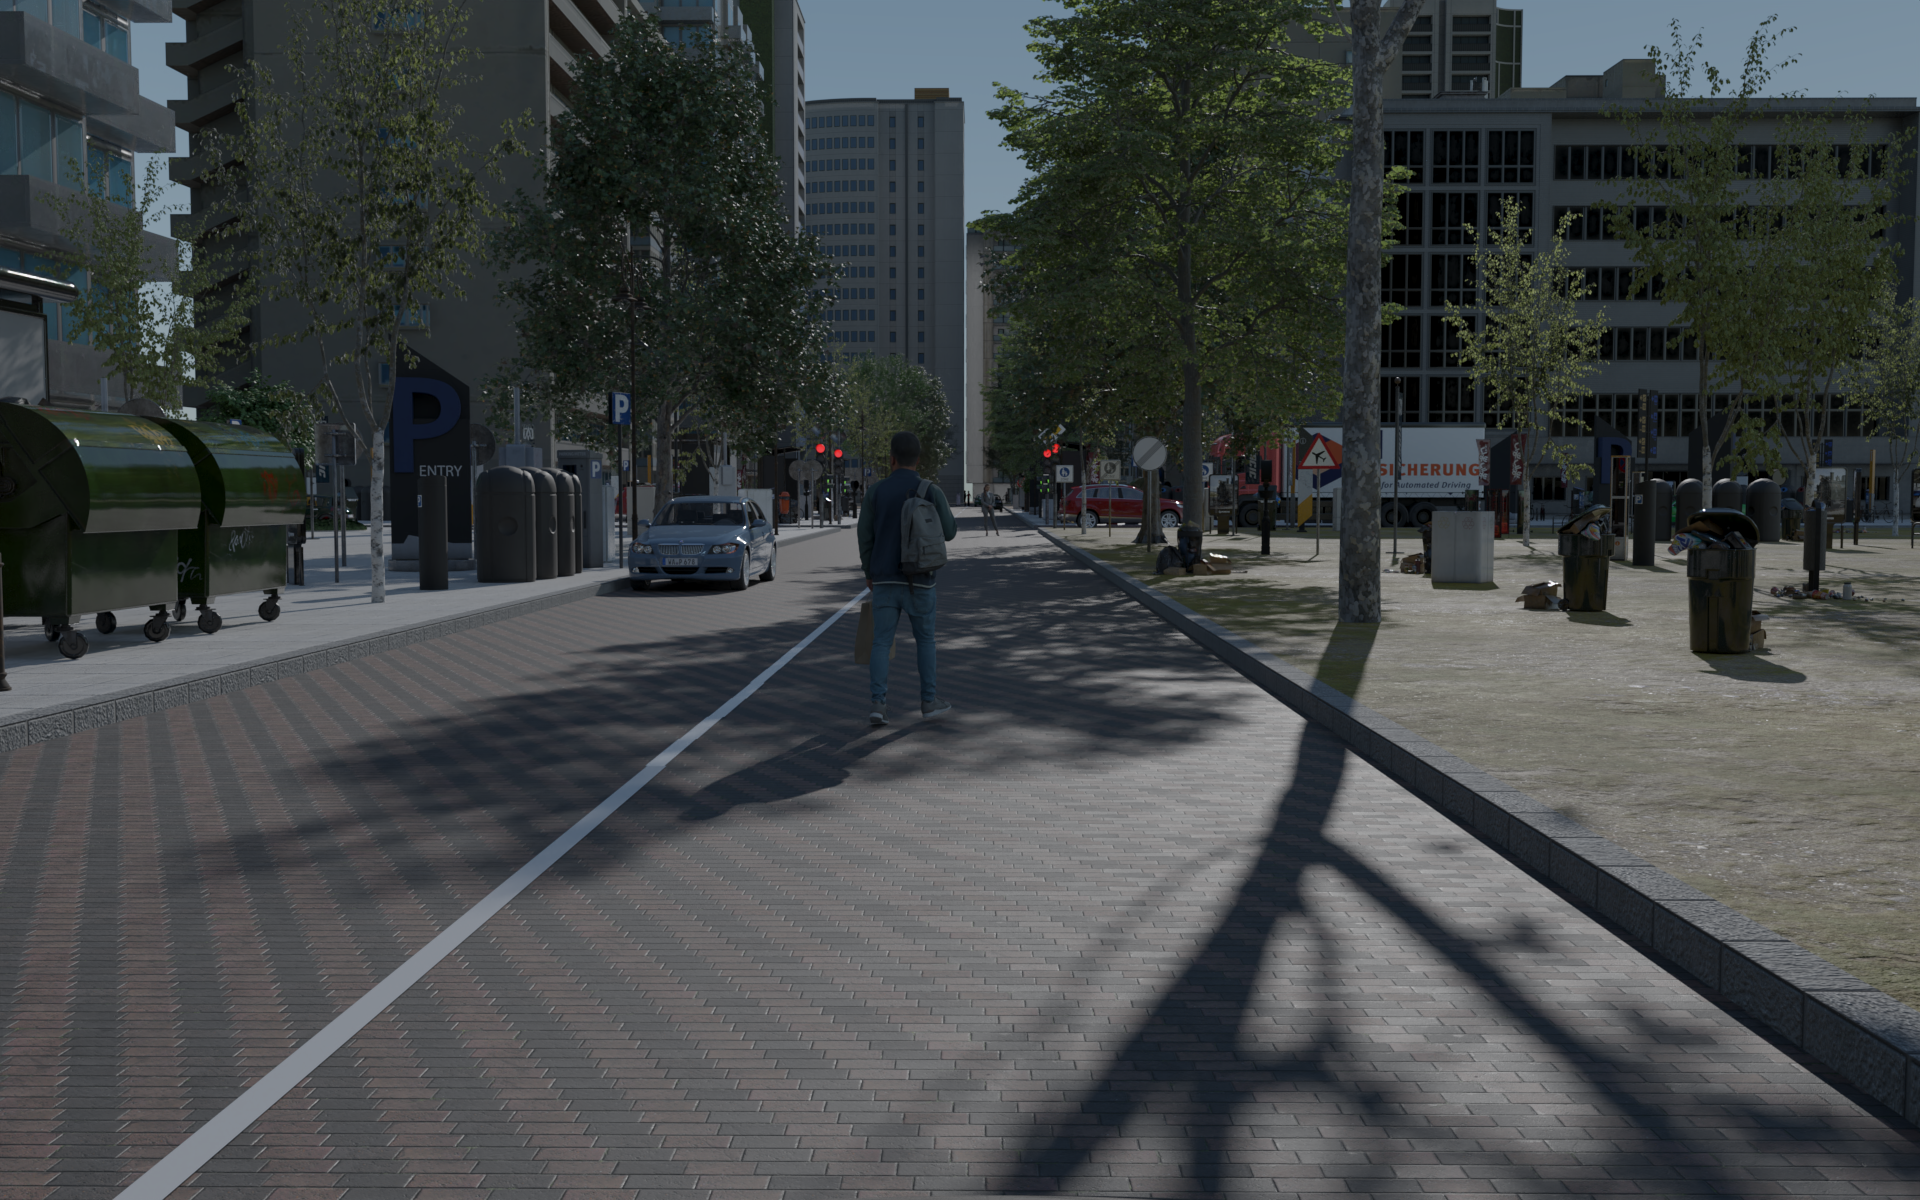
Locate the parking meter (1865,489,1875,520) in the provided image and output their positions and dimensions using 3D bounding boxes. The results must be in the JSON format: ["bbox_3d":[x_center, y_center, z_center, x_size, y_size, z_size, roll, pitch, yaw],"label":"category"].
[{"bbox_3d":[43.917,-4.599,83.602,0.372,1.533,0.369,0,3,0],"label":"parking meter"}]

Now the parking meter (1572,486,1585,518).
[{"bbox_3d":[20.516,-2.999,57.442,0.372,1.533,0.369,0,3,0],"label":"parking meter"}]

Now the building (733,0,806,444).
[{"bbox_3d":[-32.141,-40.177,198.887,28.212,58.520,21.231,0,4,1],"label":"building"}]

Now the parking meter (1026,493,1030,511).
[{"bbox_3d":[5.075,-7.578,129.611,0.255,1.863,0.399,0,4,7],"label":"parking meter"}]

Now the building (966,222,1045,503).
[{"bbox_3d":[7.825,-34.804,252.637,14.086,41.232,14.154,0,4,1],"label":"building"}]

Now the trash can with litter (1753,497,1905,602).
[{"bbox_3d":[10.799,-0.654,21.744,1.678,1.210,2.233,1,4,20],"label":"trash can with litter"}]

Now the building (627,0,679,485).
[{"bbox_3d":[-34.704,-26.871,131.227,32.217,40.220,23.993,0,4,1],"label":"building"}]

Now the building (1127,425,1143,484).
[{"bbox_3d":[33.826,-21.385,194.686,27.650,21.520,28.899,0,4,1],"label":"building"}]

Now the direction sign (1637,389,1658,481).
[{"bbox_3d":[14.890,-2.787,37.568,0.876,3.537,0.379,-3,5,-43],"label":"direction sign"}]

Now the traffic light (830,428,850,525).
[{"bbox_3d":[-5.068,-5.131,72.816,0.839,4.253,0.868,0,4,1],"label":"traffic light"}]

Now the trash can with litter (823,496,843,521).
[{"bbox_3d":[-6.073,-4.345,82.431,1.055,1.170,0.624,1,4,16],"label":"trash can with litter"}]

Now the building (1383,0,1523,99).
[{"bbox_3d":[70.790,-49.841,253.145,20.611,71.187,20.563,0,4,1],"label":"building"}]

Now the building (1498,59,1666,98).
[{"bbox_3d":[69.942,-35.127,198.032,21.600,48.544,21.300,0,4,1],"label":"building"}]

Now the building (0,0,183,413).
[{"bbox_3d":[-35.364,-25.528,36.990,30.456,49.044,23.786,0,4,1],"label":"building"}]

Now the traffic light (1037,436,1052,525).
[{"bbox_3d":[3.643,-5.125,72.719,0.839,4.253,0.868,0,4,1],"label":"traffic light"}]

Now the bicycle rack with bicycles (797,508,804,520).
[{"bbox_3d":[-9.159,-4.234,82.600,2.925,0.926,2.852,1,4,12],"label":"bicycle rack with bicycles"}]

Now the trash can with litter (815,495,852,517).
[{"bbox_3d":[-7.788,-5.869,107.019,2.233,1.210,1.678,0,4,2],"label":"trash can with litter"}]

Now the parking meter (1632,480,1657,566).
[{"bbox_3d":[12.259,-1.383,31.021,0.372,1.533,0.369,0,3,0],"label":"parking meter"}]

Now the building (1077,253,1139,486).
[{"bbox_3d":[26.966,-34.773,260.414,23.993,40.220,32.217,0,4,1],"label":"building"}]

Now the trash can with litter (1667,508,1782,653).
[{"bbox_3d":[6.258,-0.173,14.221,0.624,1.170,1.055,3,4,37],"label":"trash can with litter"}]

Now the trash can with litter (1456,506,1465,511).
[{"bbox_3d":[40.644,-7.897,140.496,0.624,1.170,1.055,2,4,29],"label":"trash can with litter"}]

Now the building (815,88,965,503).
[{"bbox_3d":[-13.392,-43.578,254.499,28.212,58.520,21.231,0,4,1],"label":"building"}]

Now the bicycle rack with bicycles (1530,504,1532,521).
[{"bbox_3d":[26.855,-4.257,82.988,2.852,0.926,2.925,1,4,18],"label":"bicycle rack with bicycles"}]

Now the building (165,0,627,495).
[{"bbox_3d":[-31.770,-29.092,99.357,21.300,48.544,21.600,0,4,1],"label":"building"}]

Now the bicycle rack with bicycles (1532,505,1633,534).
[{"bbox_3d":[20.626,-2.602,55.917,2.925,0.926,2.852,-3,5,-41],"label":"bicycle rack with bicycles"}]

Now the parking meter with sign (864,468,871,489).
[{"bbox_3d":[-5.936,-7.422,117.612,0.543,3.016,1.738,1,4,21],"label":"parking meter with sign"}]

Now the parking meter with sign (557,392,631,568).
[{"bbox_3d":[-6.609,-2.073,30.152,1.738,3.016,0.543,2,4,23],"label":"parking meter with sign"}]

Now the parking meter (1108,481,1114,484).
[{"bbox_3d":[6.827,-4.447,78.424,0.255,1.863,0.399,0,4,2],"label":"parking meter"}]

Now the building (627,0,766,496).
[{"bbox_3d":[-30.496,-33.256,163.349,23.786,49.044,30.456,0,4,1],"label":"building"}]

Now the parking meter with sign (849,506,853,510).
[{"bbox_3d":[-8.823,-8.561,136.238,0.543,3.016,1.738,-2,4,-35],"label":"parking meter with sign"}]

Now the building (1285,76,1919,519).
[{"bbox_3d":[33.555,-16.709,92.262,30.058,24.678,14.314,0,4,1],"label":"building"}]

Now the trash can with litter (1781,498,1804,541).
[{"bbox_3d":[22.978,-2.209,47.506,0.624,1.170,1.055,0,4,-6],"label":"trash can with litter"}]

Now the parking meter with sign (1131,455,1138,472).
[{"bbox_3d":[8.122,-4.934,76.924,0.543,3.016,1.738,1,4,22],"label":"parking meter with sign"}]

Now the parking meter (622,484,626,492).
[{"bbox_3d":[-19.599,-5.859,101.506,0.255,1.863,0.399,1,4,19],"label":"parking meter"}]

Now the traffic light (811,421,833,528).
[{"bbox_3d":[-5.172,-4.643,64.831,0.839,4.253,0.868,0,4,1],"label":"traffic light"}]

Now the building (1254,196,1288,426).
[{"bbox_3d":[25.285,-16.524,111.971,13.314,21.916,24.055,0,4,1],"label":"building"}]

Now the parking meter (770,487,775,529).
[{"bbox_3d":[-6.984,-3.399,63.988,0.372,1.533,0.369,0,3,0],"label":"parking meter"}]

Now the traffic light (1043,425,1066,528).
[{"bbox_3d":[3.539,-4.637,64.735,0.839,4.253,0.868,0,4,1],"label":"traffic light"}]

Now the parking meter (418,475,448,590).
[{"bbox_3d":[-7.064,-0.905,23.216,0.372,1.533,0.369,0,3,0],"label":"parking meter"}]

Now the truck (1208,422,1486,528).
[{"bbox_3d":[14.894,-4.890,68.857,11.283,4.237,2.839,0,4,0],"label":"truck"}]

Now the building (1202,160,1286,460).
[{"bbox_3d":[26.278,-21.292,135.518,14.401,28.519,23.554,0,4,1],"label":"building"}]

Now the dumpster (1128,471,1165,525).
[{"bbox_3d":[7.820,-4.320,73.132,1.502,2.255,1.985,0,4,1],"label":"dumpster"}]

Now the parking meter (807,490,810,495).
[{"bbox_3d":[-8.906,-5.735,102.175,0.372,1.533,0.369,0,3,0],"label":"parking meter"}]

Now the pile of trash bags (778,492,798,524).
[{"bbox_3d":[-7.858,-3.966,74.603,1.912,1.369,3.447,-1,4,-19],"label":"pile of trash bags"}]

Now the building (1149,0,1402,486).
[{"bbox_3d":[29.611,-33.264,167.570,21.300,48.544,21.600,0,4,1],"label":"building"}]

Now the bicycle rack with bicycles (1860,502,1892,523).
[{"bbox_3d":[40.510,-3.919,77.464,2.925,0.926,2.852,-1,4,-21],"label":"bicycle rack with bicycles"}]

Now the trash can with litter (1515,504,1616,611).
[{"bbox_3d":[6.662,-0.473,19.126,0.624,1.170,1.055,-3,5,-44],"label":"trash can with litter"}]

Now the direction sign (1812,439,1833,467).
[{"bbox_3d":[35.618,-4.871,71.635,0.876,3.537,0.379,0,4,-4],"label":"direction sign"}]

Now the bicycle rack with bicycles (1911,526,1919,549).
[{"bbox_3d":[23.601,-1.650,40.352,2.852,0.926,2.925,-1,4,-15],"label":"bicycle rack with bicycles"}]

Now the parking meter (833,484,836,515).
[{"bbox_3d":[-7.379,-5.838,101.170,0.255,1.863,0.399,-3,4,-37],"label":"parking meter"}]

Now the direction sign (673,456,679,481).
[{"bbox_3d":[-17.044,-6.872,104.362,0.876,3.537,0.379,2,4,29],"label":"direction sign"}]

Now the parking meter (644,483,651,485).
[{"bbox_3d":[-16.006,-5.089,88.911,0.255,1.863,0.399,-2,4,-32],"label":"parking meter"}]
